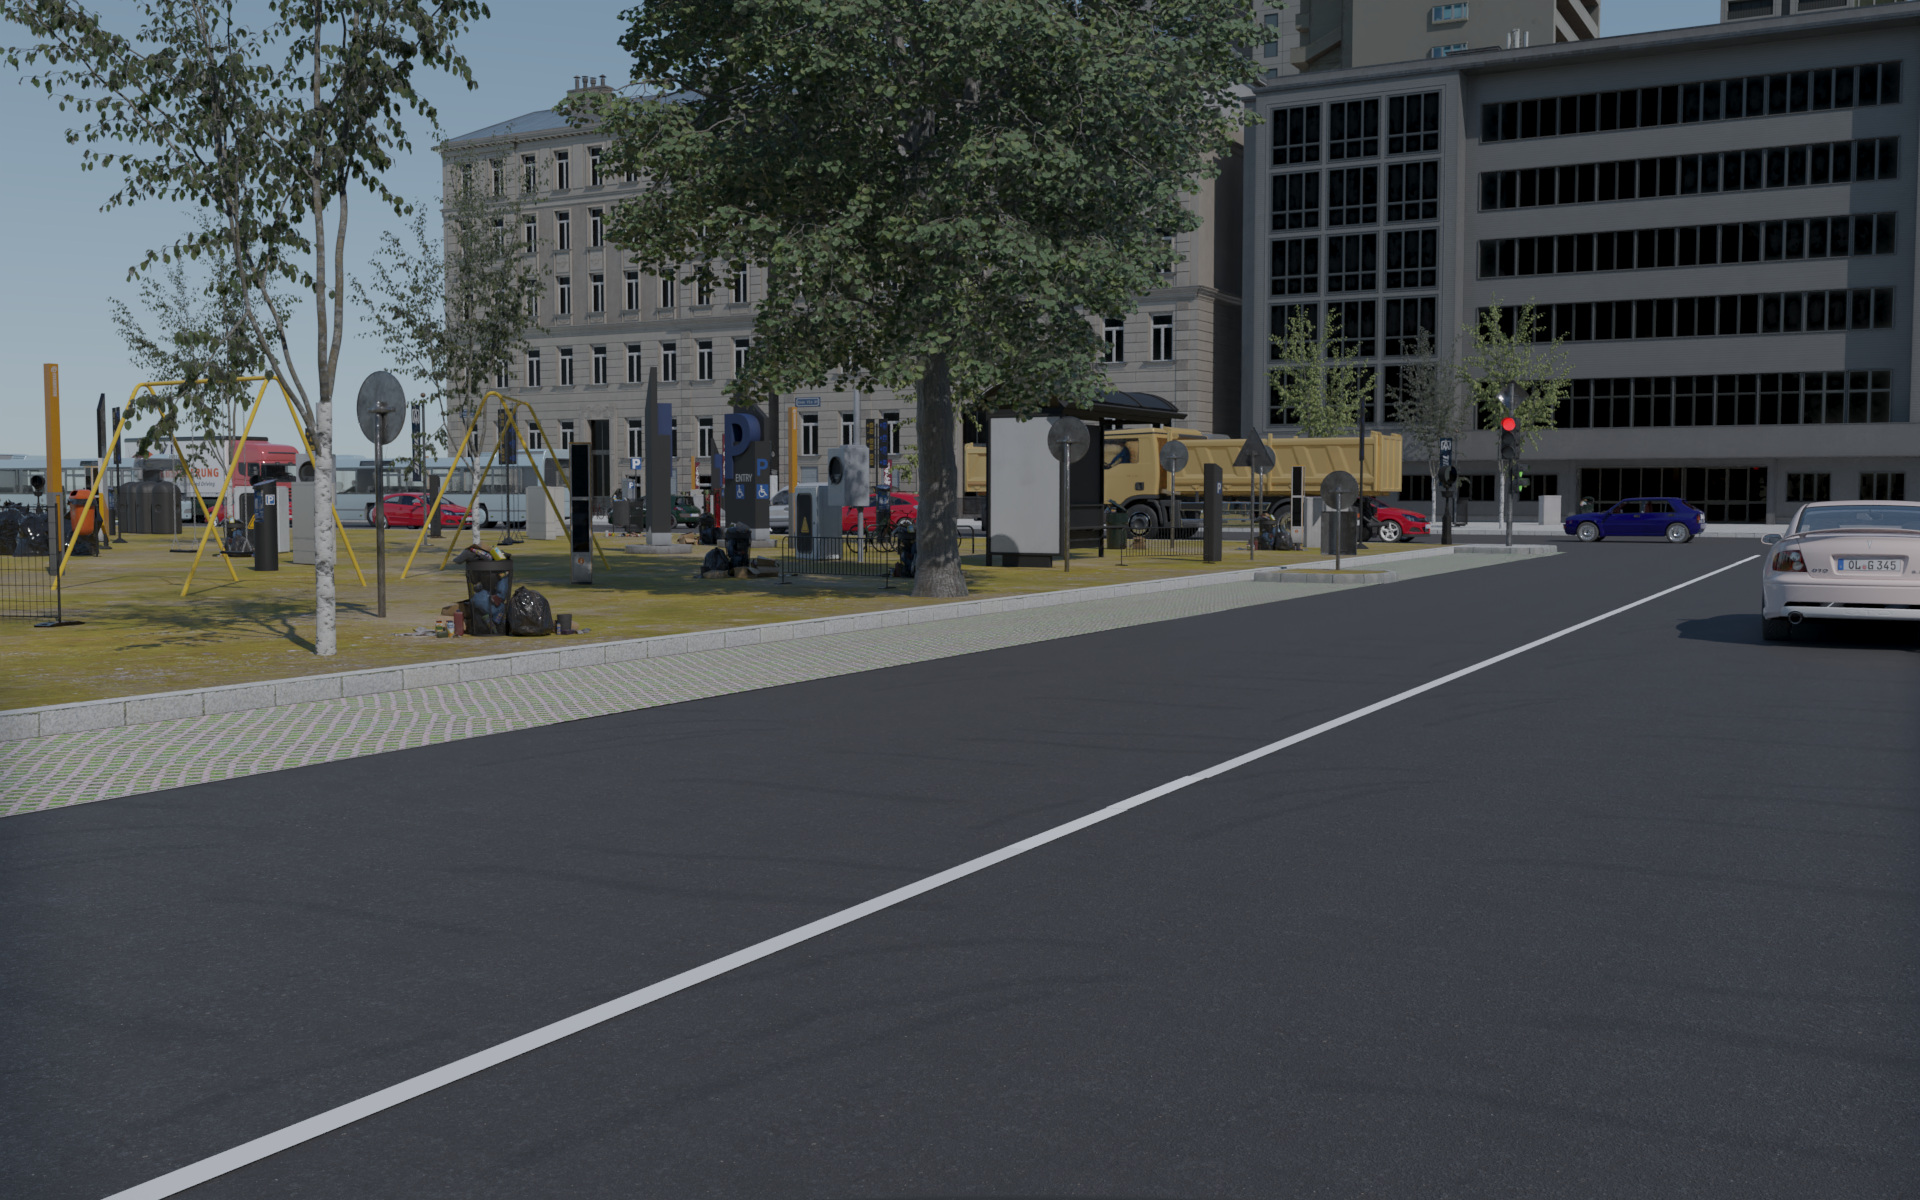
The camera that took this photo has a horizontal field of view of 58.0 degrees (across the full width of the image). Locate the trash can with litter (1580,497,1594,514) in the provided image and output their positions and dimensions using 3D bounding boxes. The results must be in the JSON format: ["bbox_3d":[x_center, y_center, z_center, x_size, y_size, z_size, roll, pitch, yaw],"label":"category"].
[{"bbox_3d":[26.600,-3.815,73.757,0.624,1.170,1.055,0,4,5],"label":"trash can with litter"}]

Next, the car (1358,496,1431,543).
[{"bbox_3d":[11.845,-2.624,51.942,4.494,1.783,2.155,2,4,30],"label":"car"}]

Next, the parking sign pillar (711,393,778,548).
[{"bbox_3d":[-5.125,-3.251,41.621,1.447,3.967,1.447,-3,5,-42],"label":"parking sign pillar"}]

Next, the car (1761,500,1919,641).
[{"bbox_3d":[9.351,-0.333,17.813,2.083,1.381,4.827,2,4,28],"label":"car"}]

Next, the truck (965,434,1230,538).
[{"bbox_3d":[4.944,-3.725,56.827,9.791,3.379,3.469,2,4,30],"label":"truck"}]

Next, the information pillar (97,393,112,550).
[{"bbox_3d":[-19.787,-2.974,39.988,0.183,3.616,0.504,-1,4,-13],"label":"information pillar"}]

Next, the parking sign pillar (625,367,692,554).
[{"bbox_3d":[-6.533,-2.994,37.430,1.447,3.967,1.447,-1,4,-16],"label":"parking sign pillar"}]

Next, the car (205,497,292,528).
[{"bbox_3d":[-29.641,-3.879,72.458,4.494,1.783,2.155,2,4,28],"label":"car"}]

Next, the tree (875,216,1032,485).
[{"bbox_3d":[-0.290,-5.616,42.190,4.737,8.622,4.395,0,3,0],"label":"tree"}]

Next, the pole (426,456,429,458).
[{"bbox_3d":[-28.583,-6.063,92.974,0.158,3.312,0.155,0,3,0],"label":"pole"}]

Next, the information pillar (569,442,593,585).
[{"bbox_3d":[-5.386,-1.231,24.624,0.304,2.012,0.304,-1,4,-9],"label":"information pillar"}]

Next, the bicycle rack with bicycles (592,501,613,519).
[{"bbox_3d":[-17.309,-4.570,88.103,2.852,0.926,2.925,-3,4,-36],"label":"bicycle rack with bicycles"}]

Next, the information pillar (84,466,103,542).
[{"bbox_3d":[-23.012,-2.541,46.030,0.304,2.012,0.304,2,4,28],"label":"information pillar"}]

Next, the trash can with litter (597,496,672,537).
[{"bbox_3d":[-9.787,-2.502,51.968,2.233,1.210,1.678,0,4,1],"label":"trash can with litter"}]

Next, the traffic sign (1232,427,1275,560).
[{"bbox_3d":[5.671,-2.053,33.571,0.884,2.594,0.081,2,4,34],"label":"traffic sign"}]

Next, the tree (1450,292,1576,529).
[{"bbox_3d":[20.235,-6.931,63.680,4.737,8.622,4.395,0,3,0],"label":"tree"}]

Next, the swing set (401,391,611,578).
[{"bbox_3d":[-7.237,-1.854,27.936,2.862,2.851,3.119,0,4,-5],"label":"swing set"}]

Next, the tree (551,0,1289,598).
[{"bbox_3d":[-0.267,-7.009,21.256,9.857,13.997,8.962,0,3,0],"label":"tree"}]

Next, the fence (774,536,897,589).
[{"bbox_3d":[-1.759,-0.534,24.109,2.069,0.683,0.278,3,4,39],"label":"fence"}]

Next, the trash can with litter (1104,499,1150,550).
[{"bbox_3d":[3.876,-1.764,40.233,1.055,1.170,0.624,0,4,2],"label":"trash can with litter"}]

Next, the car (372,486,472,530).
[{"bbox_3d":[-20.736,-3.552,67.122,4.494,1.783,2.155,2,4,29],"label":"car"}]

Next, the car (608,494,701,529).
[{"bbox_3d":[-12.798,-3.845,72.645,4.222,1.686,2.009,2,4,28],"label":"car"}]

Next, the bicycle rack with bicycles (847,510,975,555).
[{"bbox_3d":[-1.089,-1.490,37.748,2.925,0.926,2.852,-2,4,-24],"label":"bicycle rack with bicycles"}]

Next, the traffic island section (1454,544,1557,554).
[{"bbox_3d":[13.476,-1.242,42.590,2.009,0.180,2.903,2,4,29],"label":"traffic island section"}]

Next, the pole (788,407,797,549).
[{"bbox_3d":[-3.922,-2.863,40.658,0.158,3.312,0.155,0,3,0],"label":"pole"}]

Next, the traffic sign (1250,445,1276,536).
[{"bbox_3d":[7.774,-2.729,44.731,0.768,2.556,0.104,2,4,35],"label":"traffic sign"}]

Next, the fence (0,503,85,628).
[{"bbox_3d":[-9.778,-0.359,17.079,2.264,1.192,0.480,1,4,14],"label":"fence"}]

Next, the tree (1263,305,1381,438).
[{"bbox_3d":[14.010,-7.187,67.876,4.737,8.622,4.395,0,3,0],"label":"tree"}]

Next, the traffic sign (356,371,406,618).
[{"bbox_3d":[-6.006,-1.089,17.918,0.768,2.556,0.104,2,4,33],"label":"traffic sign"}]

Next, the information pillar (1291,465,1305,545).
[{"bbox_3d":[8.608,-2.424,44.129,0.304,2.012,0.304,1,4,20],"label":"information pillar"}]

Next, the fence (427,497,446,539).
[{"bbox_3d":[-15.456,-2.437,51.045,0.480,1.192,2.264,-1,4,-20],"label":"fence"}]

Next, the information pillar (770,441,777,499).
[{"bbox_3d":[-8.318,-5.254,77.252,0.183,3.616,0.504,2,4,27],"label":"information pillar"}]

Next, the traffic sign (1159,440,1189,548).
[{"bbox_3d":[5.038,-2.500,40.988,0.768,2.556,0.104,2,4,35],"label":"traffic sign"}]

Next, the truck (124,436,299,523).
[{"bbox_3d":[-36.447,-5.882,85.084,11.283,4.237,2.839,2,4,31],"label":"truck"}]

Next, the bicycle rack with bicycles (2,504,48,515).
[{"bbox_3d":[-33.594,-3.005,62.513,2.852,0.926,2.925,0,4,-2],"label":"bicycle rack with bicycles"}]

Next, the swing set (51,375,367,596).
[{"bbox_3d":[-10.133,-1.586,23.544,3.119,2.851,2.862,2,4,32],"label":"swing set"}]

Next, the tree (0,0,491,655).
[{"bbox_3d":[-5.294,-3.871,13.647,4.360,8.622,3.978,0,3,0],"label":"tree"}]

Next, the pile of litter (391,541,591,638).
[{"bbox_3d":[-4.312,-0.120,15.930,1.719,0.858,1.176,1,4,12],"label":"pile of litter"}]

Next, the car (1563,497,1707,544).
[{"bbox_3d":[20.066,-2.383,51.536,3.894,1.354,1.945,2,4,30],"label":"car"}]

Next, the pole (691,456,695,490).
[{"bbox_3d":[-14.399,-6.096,93.514,0.158,3.312,0.155,0,3,0],"label":"pole"}]

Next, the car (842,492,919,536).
[{"bbox_3d":[-2.637,-2.941,57.125,4.494,1.783,2.155,2,4,27],"label":"car"}]

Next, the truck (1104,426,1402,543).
[{"bbox_3d":[7.648,-3.326,50.304,9.791,3.379,3.469,2,4,27],"label":"truck"}]

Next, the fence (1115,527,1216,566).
[{"bbox_3d":[3.740,-0.984,31.458,2.069,0.683,0.278,-2,4,-30],"label":"fence"}]

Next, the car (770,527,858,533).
[{"bbox_3d":[-5.415,-3.173,63.877,4.499,1.417,2.014,2,4,27],"label":"car"}]

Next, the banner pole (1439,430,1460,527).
[{"bbox_3d":[19.114,-4.745,67.603,0.863,3.779,0.401,1,4,22],"label":"banner pole"}]

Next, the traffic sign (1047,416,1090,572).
[{"bbox_3d":[1.761,-1.735,28.480,0.768,2.556,0.104,2,4,29],"label":"traffic sign"}]

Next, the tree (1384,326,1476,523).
[{"bbox_3d":[20.613,-7.640,75.283,4.360,8.622,3.978,0,3,0],"label":"tree"}]

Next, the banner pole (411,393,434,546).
[{"bbox_3d":[-13.284,-3.216,42.601,0.401,3.779,0.863,1,4,10],"label":"banner pole"}]

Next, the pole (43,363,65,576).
[{"bbox_3d":[-14.191,-2.036,27.133,0.158,3.312,0.155,0,3,0],"label":"pole"}]
